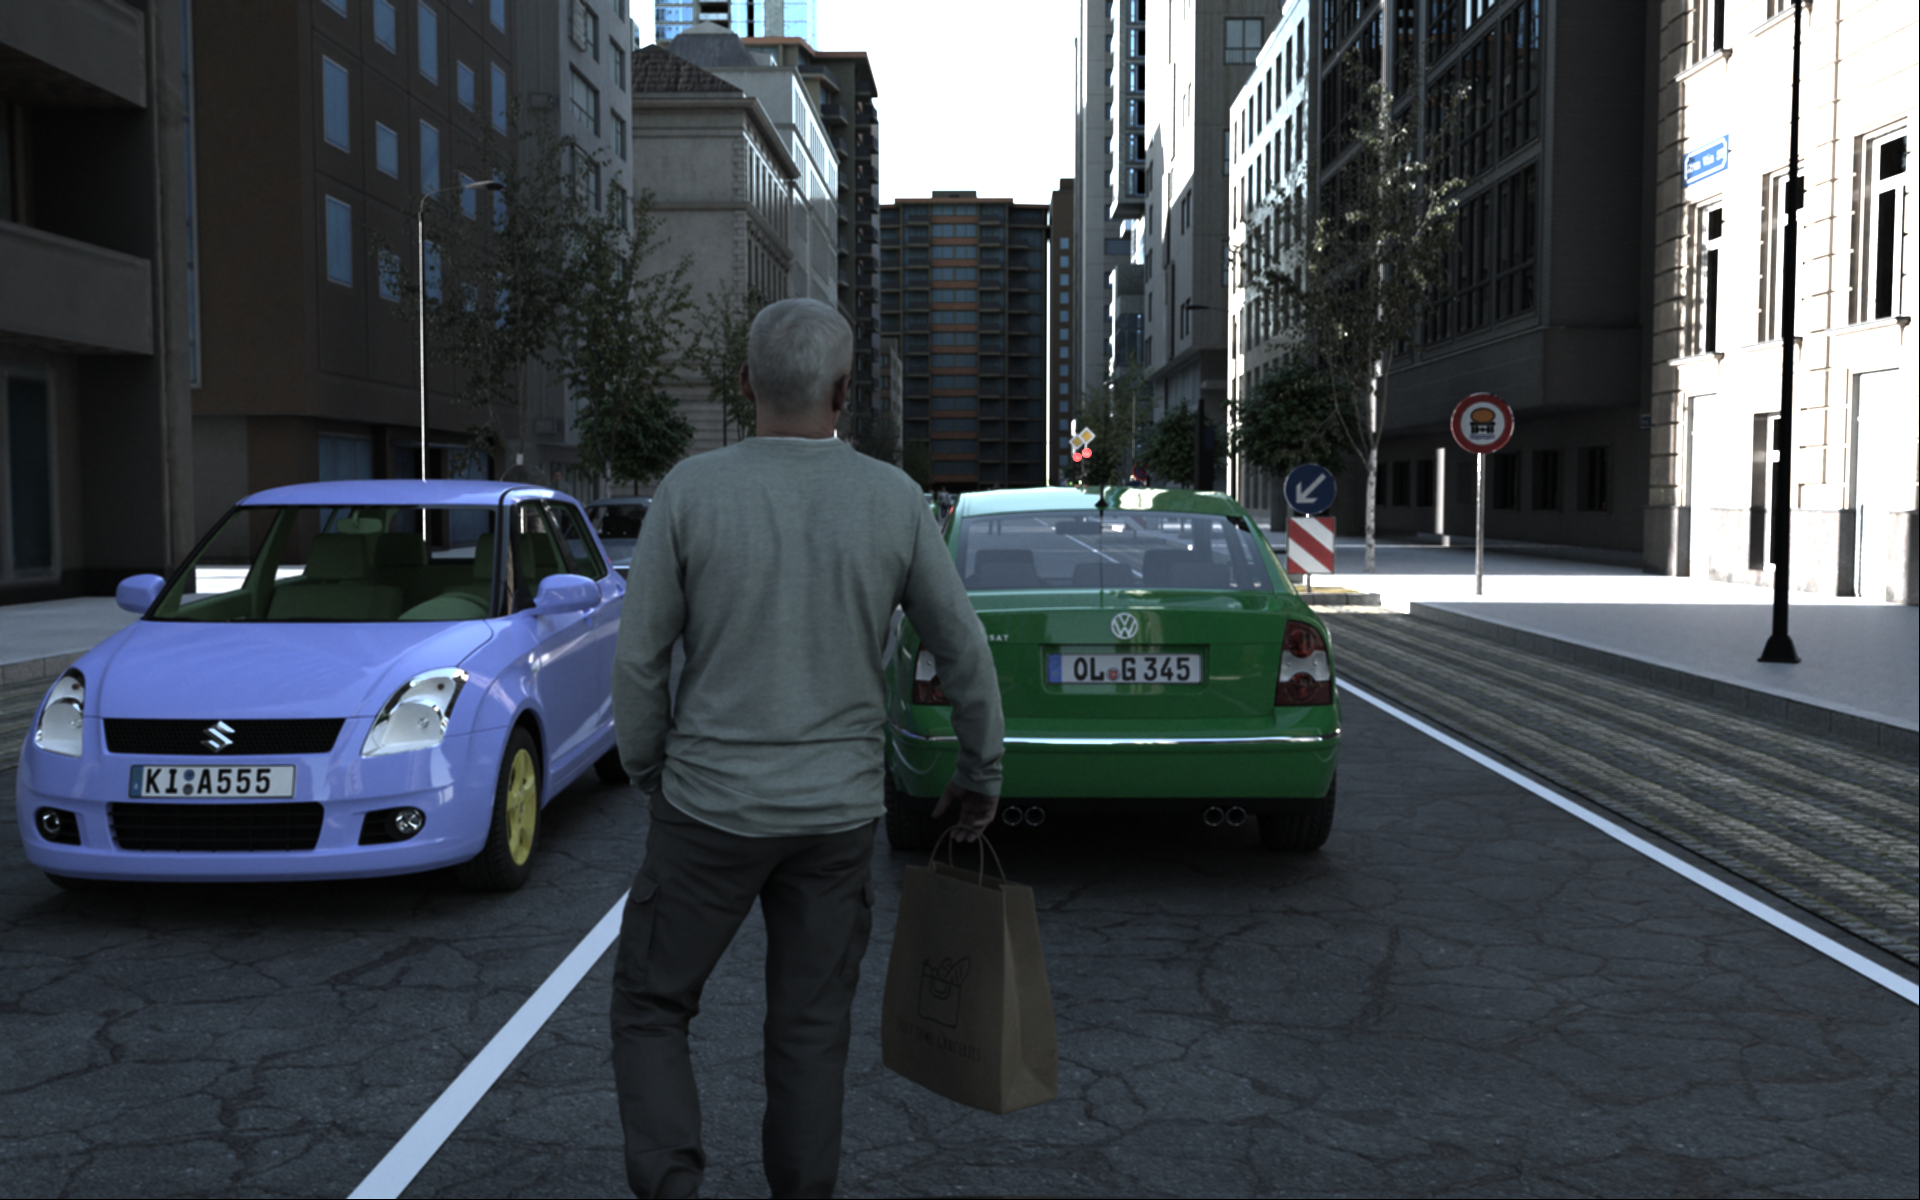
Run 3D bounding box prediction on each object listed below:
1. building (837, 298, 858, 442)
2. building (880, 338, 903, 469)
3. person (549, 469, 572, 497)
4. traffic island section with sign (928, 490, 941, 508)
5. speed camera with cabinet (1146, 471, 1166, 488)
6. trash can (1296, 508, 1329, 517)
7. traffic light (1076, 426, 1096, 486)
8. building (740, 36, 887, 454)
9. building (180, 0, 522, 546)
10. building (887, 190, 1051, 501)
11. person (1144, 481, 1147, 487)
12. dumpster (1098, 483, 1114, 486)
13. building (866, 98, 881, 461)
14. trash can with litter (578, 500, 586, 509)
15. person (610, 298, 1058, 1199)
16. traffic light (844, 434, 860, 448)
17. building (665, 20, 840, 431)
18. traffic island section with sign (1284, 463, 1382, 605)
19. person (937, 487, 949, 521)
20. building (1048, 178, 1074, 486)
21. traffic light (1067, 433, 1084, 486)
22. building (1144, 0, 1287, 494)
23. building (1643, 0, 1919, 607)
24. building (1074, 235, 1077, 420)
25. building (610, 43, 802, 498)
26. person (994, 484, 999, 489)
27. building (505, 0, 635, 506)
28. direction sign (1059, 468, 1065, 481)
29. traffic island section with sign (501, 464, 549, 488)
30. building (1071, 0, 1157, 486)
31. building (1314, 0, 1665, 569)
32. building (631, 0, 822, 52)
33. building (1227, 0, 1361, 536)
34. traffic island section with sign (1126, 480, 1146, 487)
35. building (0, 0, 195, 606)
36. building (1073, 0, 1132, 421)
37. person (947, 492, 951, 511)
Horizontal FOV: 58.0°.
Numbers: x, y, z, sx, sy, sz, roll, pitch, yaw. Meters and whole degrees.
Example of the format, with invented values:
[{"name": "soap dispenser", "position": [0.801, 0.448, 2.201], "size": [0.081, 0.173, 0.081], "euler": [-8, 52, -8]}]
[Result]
[{"name": "building", "position": [-14.387, -16.995, 142.487], "size": [10.561, 19.102, 19.286], "euler": [0, 4, 1]}, {"name": "building", "position": [-22.289, -22.671, 215.712], "size": [28.899, 21.520, 27.650], "euler": [0, 4, 1]}, {"name": "person", "position": [-8.581, -1.885, 36.970], "size": [0.635, 1.810, 0.391], "euler": [1, 4, 12]}, {"name": "traffic island section with sign", "position": [-2.919, -10.630, 182.422], "size": [1.989, 1.847, 2.006], "euler": [0, 4, 1]}, {"name": "speed camera with cabinet", "position": [6.832, -4.119, 61.678], "size": [0.660, 3.252, 2.038], "euler": [0, 4, -6]}, {"name": "trash can", "position": [6.697, -1.302, 32.943], "size": [0.748, 1.137, 0.748], "euler": [0, 3, 0]}, {"name": "traffic light", "position": [5.235, -5.082, 72.013], "size": [0.839, 4.253, 0.868], "euler": [0, 4, 1]}, {"name": "building", "position": [-19.367, -31.488, 169.451], "size": [22.147, 44.769, 28.867], "euler": [0, 4, 1]}, {"name": "building", "position": [-18.331, -23.640, 36.623], "size": [14.600, 45.320, 14.200], "euler": [0, 4, 1]}, {"name": "building", "position": [-1.473, -36.542, 252.079], "size": [28.867, 44.769, 22.147], "euler": [0, 4, 1]}, {"name": "person", "position": [7.556, -3.899, 69.798], "size": [0.555, 1.821, 0.388], "euler": [2, 4, 32]}, {"name": "dumpster", "position": [7.706, -5.222, 91.144], "size": [1.264, 1.857, 1.865], "euler": [0, 4, 1]}, {"name": "building", "position": [-16.161, -33.093, 191.179], "size": [14.600, 45.320, 14.200], "euler": [0, 4, 1]}, {"name": "trash can with litter", "position": [-7.572, -1.398, 34.239], "size": [0.624, 1.170, 1.055], "euler": [-1, 4, -16]}, {"name": "person", "position": [-0.219, 0.366, 2.995], "size": [0.782, 1.767, 0.515], "euler": [-1, 4, -16]}, {"name": "traffic light", "position": [-4.986, -5.580, 80.161], "size": [0.839, 4.253, 0.868], "euler": [0, 4, 1]}, {"name": "building", "position": [-14.985, -20.806, 117.670], "size": [11.434, 29.767, 29.804], "euler": [0, 4, 1]}, {"name": "traffic island section with sign", "position": [4.417, -0.884, 23.080], "size": [1.989, 1.847, 2.006], "euler": [0, 4, 1]}, {"name": "person", "position": [-0.913, -5.234, 93.927], "size": [0.661, 1.843, 0.795], "euler": [-1, 4, -10]}, {"name": "building", "position": [19.989, -36.553, 247.758], "size": [14.200, 45.320, 14.600], "euler": [0, 4, 1]}, {"name": "traffic light", "position": [5.374, -5.570, 79.997], "size": [0.839, 4.253, 0.868], "euler": [0, 4, 1]}, {"name": "building", "position": [24.684, -31.121, 98.070], "size": [27.495, 52.752, 28.713], "euler": [0, 4, 1]}, {"name": "building", "position": [16.499, -13.321, 15.066], "size": [12.463, 27.353, 25.104], "euler": [0, 4, 1]}, {"name": "building", "position": [19.554, -25.664, 191.309], "size": [14.160, 30.474, 14.107], "euler": [0, 4, 1]}, {"name": "building", "position": [-15.017, -16.142, 92.804], "size": [11.050, 23.489, 19.941], "euler": [0, 4, 1]}, {"name": "person", "position": [1.236, -3.173, 60.781], "size": [0.661, 1.777, 0.834], "euler": [-1, 4, -21]}, {"name": "building", "position": [-19.280, -23.065, 60.716], "size": [14.086, 41.232, 14.154], "euler": [0, 4, 1]}, {"name": "direction sign", "position": [8.932, -9.778, 151.861], "size": [0.379, 3.537, 0.876], "euler": [2, 4, 34]}, {"name": "traffic island section with sign", "position": [-5.712, -0.840, 22.357], "size": [1.989, 1.847, 2.006], "euler": [0, 4, 1]}, {"name": "building", "position": [20.886, -50.454, 137.596], "size": [22.319, 86.520, 31.000], "euler": [0, 4, 1]}, {"name": "building", "position": [17.234, -15.049, 39.556], "size": [14.314, 27.812, 24.014], "euler": [0, 4, 1]}, {"name": "building", "position": [-31.398, -57.425, 251.570], "size": [31.000, 86.520, 22.319], "euler": [0, 4, 1]}, {"name": "building", "position": [15.729, -12.566, 60.213], "size": [10.420, 20.320, 16.860], "euler": [0, 4, 1]}, {"name": "traffic island section with sign", "position": [4.897, -2.532, 50.031], "size": [1.989, 1.847, 2.006], "euler": [0, 4, 1]}, {"name": "building", "position": [-20.747, -23.670, 10.711], "size": [21.300, 48.544, 21.600], "euler": [0, 4, 1]}, {"name": "building", "position": [24.424, -40.957, 211.653], "size": [21.231, 58.520, 28.212], "euler": [0, 4, 1]}, {"name": "person", "position": [-1.001, -8.322, 146.380], "size": [0.589, 1.601, 0.330], "euler": [0, 4, -6]}]
